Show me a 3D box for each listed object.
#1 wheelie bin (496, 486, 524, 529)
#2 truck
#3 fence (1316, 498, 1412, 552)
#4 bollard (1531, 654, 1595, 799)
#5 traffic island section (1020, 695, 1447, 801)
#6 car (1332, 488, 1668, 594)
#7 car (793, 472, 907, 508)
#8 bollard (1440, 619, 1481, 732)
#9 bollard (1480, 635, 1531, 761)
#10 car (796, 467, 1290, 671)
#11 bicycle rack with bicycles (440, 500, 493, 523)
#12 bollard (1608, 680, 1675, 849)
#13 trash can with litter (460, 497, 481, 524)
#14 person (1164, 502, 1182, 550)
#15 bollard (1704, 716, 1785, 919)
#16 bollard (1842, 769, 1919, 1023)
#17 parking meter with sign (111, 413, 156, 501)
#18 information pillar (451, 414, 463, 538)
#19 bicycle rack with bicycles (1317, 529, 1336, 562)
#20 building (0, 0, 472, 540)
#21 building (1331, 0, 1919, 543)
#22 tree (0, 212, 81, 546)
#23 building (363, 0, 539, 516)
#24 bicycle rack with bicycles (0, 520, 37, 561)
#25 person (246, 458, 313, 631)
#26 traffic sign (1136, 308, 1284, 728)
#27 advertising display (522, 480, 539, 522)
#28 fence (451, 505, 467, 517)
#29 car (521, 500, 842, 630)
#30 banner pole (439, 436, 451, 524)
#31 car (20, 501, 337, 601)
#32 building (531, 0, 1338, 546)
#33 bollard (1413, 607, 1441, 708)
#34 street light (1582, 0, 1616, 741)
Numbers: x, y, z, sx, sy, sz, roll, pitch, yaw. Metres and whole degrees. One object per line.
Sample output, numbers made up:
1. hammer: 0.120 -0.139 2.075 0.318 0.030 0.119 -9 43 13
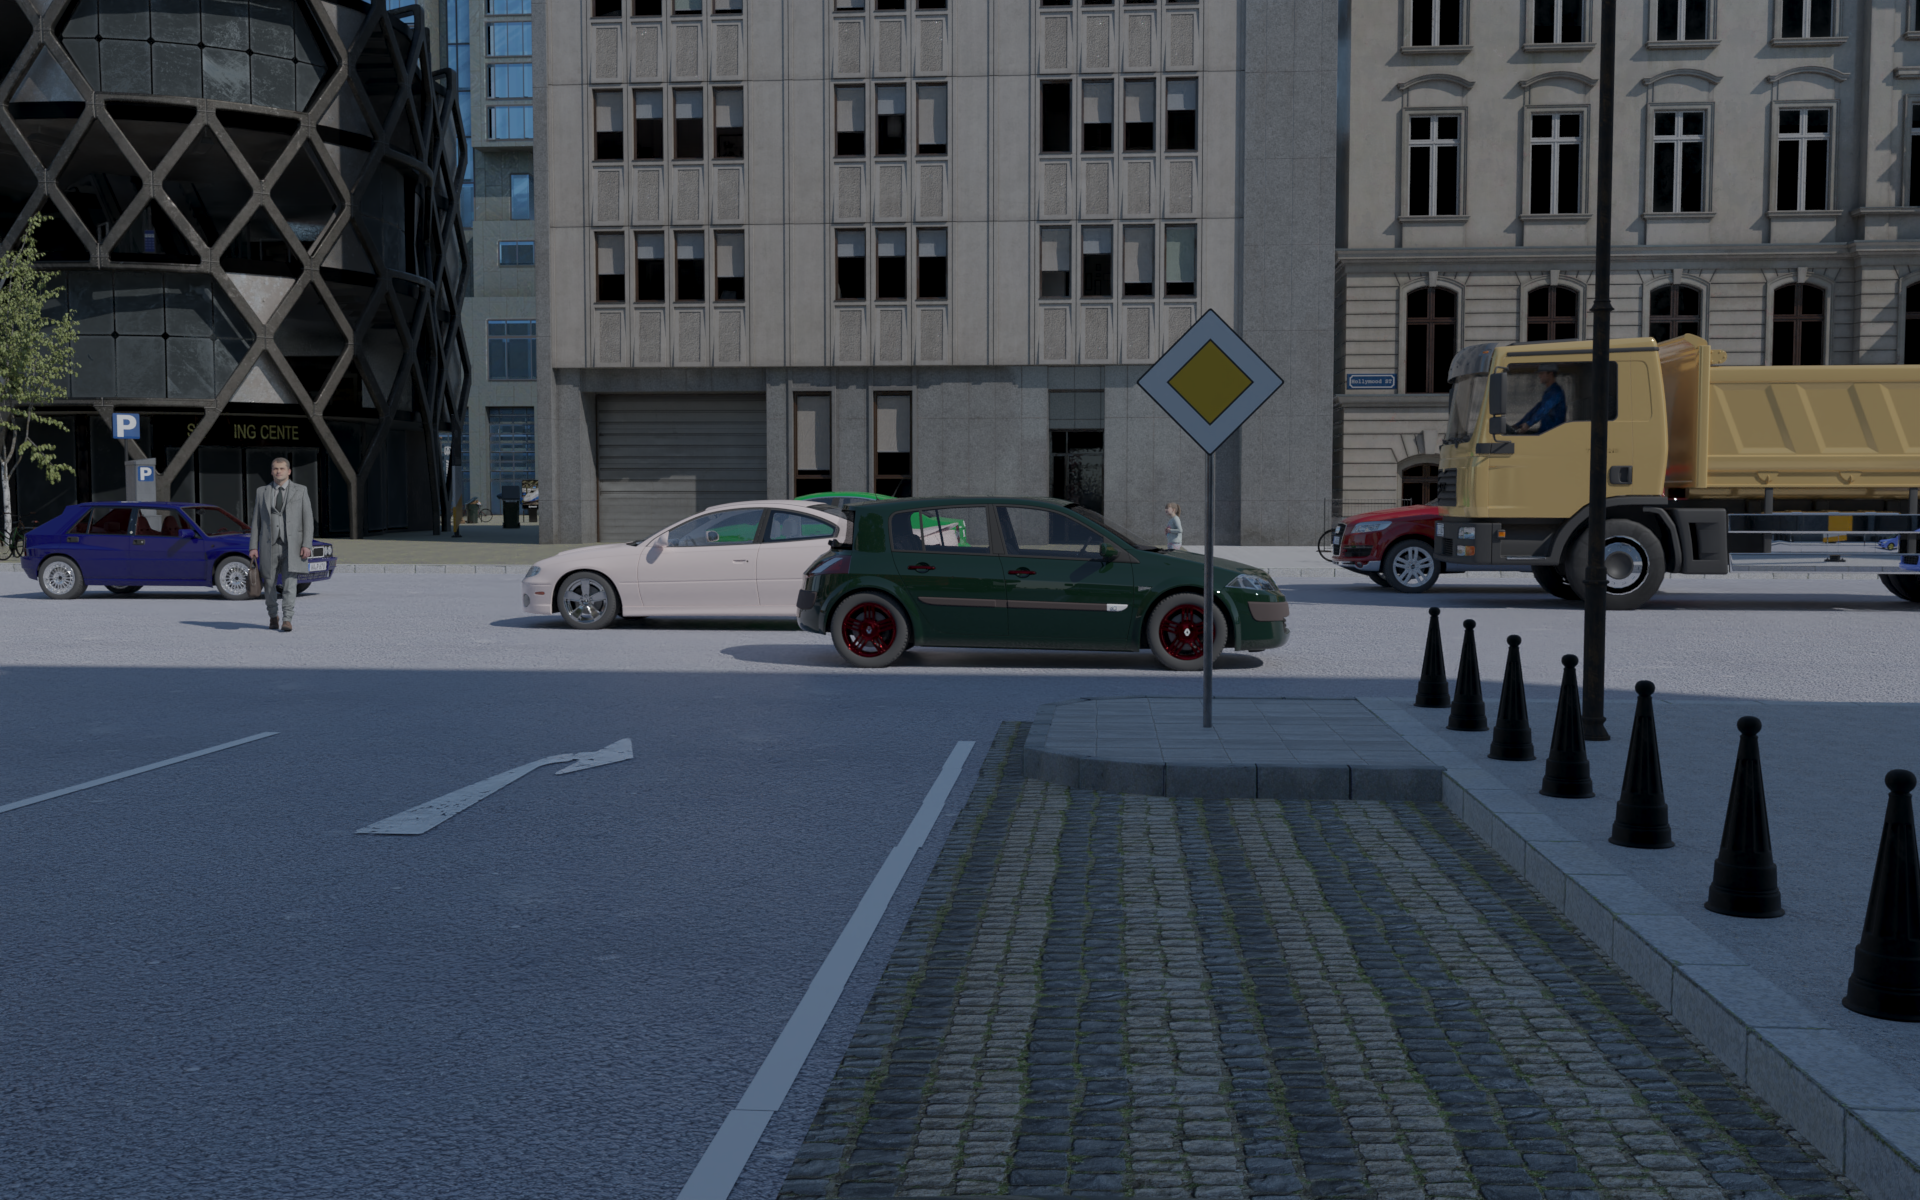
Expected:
1. wheelie bin: -16.789 -3.469 64.628 0.980 1.594 0.693 -1 4 -17
2. truck: 10.314 -1.601 22.107 9.791 3.379 3.469 0 4 7
3. fence: 9.065 -1.669 38.490 2.264 1.192 0.480 -1 4 -14
4. bollard: 2.593 0.530 7.380 0.229 0.601 0.229 0 3 0
5. traffic island section: 1.383 0.779 9.542 2.009 0.180 2.903 0 4 5
6. car: 8.236 -1.044 25.748 5.304 1.827 2.281 0 4 4
7. car: -2.159 -1.134 27.333 4.718 1.807 1.959 0 4 4
8. bollard: 2.773 0.404 9.442 0.229 0.601 0.229 0 3 0
9. bollard: 2.683 0.467 8.403 0.229 0.601 0.229 0 3 0
10. car: 0.698 -0.311 14.875 4.222 1.686 2.009 0 4 5
11. bicycle rack with bicycles: -22.656 -3.926 77.576 2.925 0.926 2.852 0 4 -2
12. bollard: 2.504 0.593 6.346 0.229 0.601 0.229 0 3 0
13. trash can with litter: -21.288 -3.882 74.854 1.055 1.170 0.624 -3 4 -38
14. person: 3.280 -0.858 26.807 0.394 1.301 0.425 -2 4 -32
15. bollard: 2.418 0.656 5.323 0.229 0.601 0.229 0 3 0
16. bollard: 2.324 0.718 4.295 0.229 0.601 0.229 0 3 0
17. parking meter with sign: -17.464 -2.484 36.875 0.543 3.016 1.738 -3 5 -42
18. information pillar: -14.880 -3.662 51.222 0.183 3.616 0.504 0 4 8
19. bicycle rack with bicycles: 8.005 -1.128 31.832 2.925 0.926 2.852 2 4 26
20. building: -24.372 -11.360 53.185 16.811 18.784 16.820 0 4 5
21. building: 27.004 -13.938 46.978 34.723 24.649 14.460 0 4 5
22. tree: -23.316 -5.611 42.105 4.737 8.622 4.395 0 3 0
23. building: -30.055 -49.161 116.459 22.319 86.520 31.000 0 4 5
24. bicycle rack with bicycles: -18.769 -1.250 33.820 2.925 0.926 2.852 2 4 28
25. person: -7.159 -0.586 18.181 0.694 1.812 0.767 -1 4 -11
26. traffic sign: 1.358 -0.356 9.467 0.795 2.450 0.064 0 4 5
27. advertising display: -19.292 -4.466 78.233 0.974 1.923 0.123 0 3 0
28. fence: -28.035 -5.014 97.354 2.069 0.683 0.278 3 5 41
29. car: -2.385 -0.402 18.937 4.827 1.381 2.083 0 4 7
30. banner pole: -22.411 -5.226 75.467 0.401 3.779 0.863 2 4 33
31. car: -10.836 -0.708 24.151 3.894 1.354 1.945 0 4 5
32. building: -0.298 -14.094 48.460 19.932 24.808 12.078 0 4 5
33. bollard: 2.863 0.341 10.465 0.229 0.601 0.229 0 3 0
34. street light: 3.313 -2.208 8.896 0.468 5.910 1.993 0 4 5
